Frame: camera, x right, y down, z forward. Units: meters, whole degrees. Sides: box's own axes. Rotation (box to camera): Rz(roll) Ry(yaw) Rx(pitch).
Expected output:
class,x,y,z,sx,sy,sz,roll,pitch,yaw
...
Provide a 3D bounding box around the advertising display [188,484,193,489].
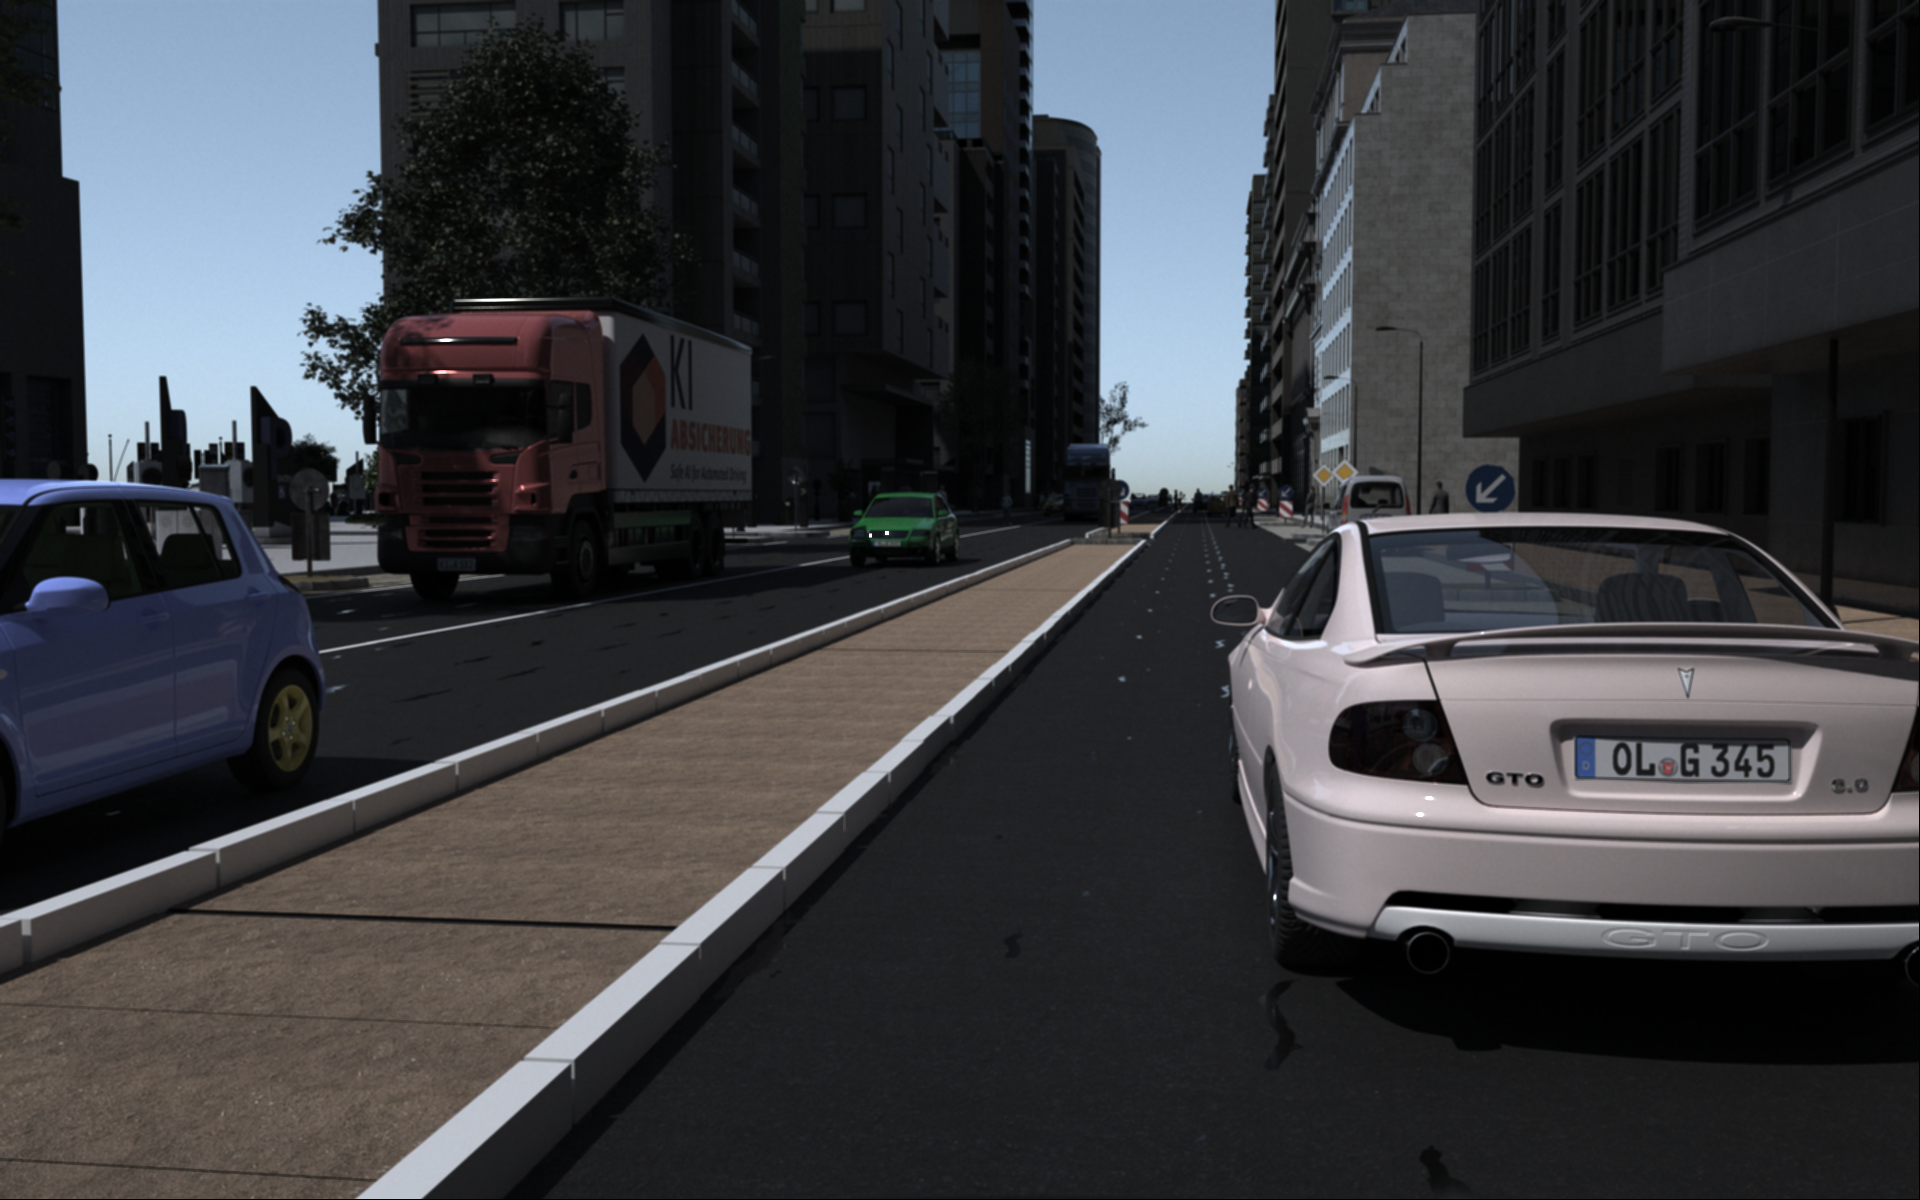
class,x,y,z,sx,sy,sz,roll,pitch,yaw
advertising display,-49.295,-6.490,111.328,0.974,1.923,0.123,3,4,37

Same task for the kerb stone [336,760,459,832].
class,x,y,z,sx,sy,sz,roll,pitch,yaw
kerb stone,-2.534,0.884,7.780,0.120,0.150,1.000,0,4,8

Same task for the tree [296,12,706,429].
class,x,y,z,sx,sy,sz,roll,pitch,yaw
tree,-10.500,-7.639,41.901,9.611,12.733,9.660,0,3,0

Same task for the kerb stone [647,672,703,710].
class,x,y,z,sx,sy,sz,roll,pitch,yaw
kerb stone,-1.973,0.637,11.842,0.120,0.150,1.000,0,4,8

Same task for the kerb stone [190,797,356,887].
class,x,y,z,sx,sy,sz,roll,pitch,yaw
kerb stone,-2.668,0.944,6.767,0.120,0.150,1.000,0,4,8

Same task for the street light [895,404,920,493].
class,x,y,z,sx,sy,sz,roll,pitch,yaw
street light,-2.771,-7.154,89.515,1.470,5.913,1.316,0,4,8

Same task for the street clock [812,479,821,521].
class,x,y,z,sx,sy,sz,roll,pitch,yaw
street clock,-6.906,-4.835,83.626,0.358,2.002,0.471,-2,4,-35

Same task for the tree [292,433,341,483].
class,x,y,z,sx,sy,sz,roll,pitch,yaw
tree,-34.979,-6.680,92.928,4.285,4.588,4.351,0,3,0

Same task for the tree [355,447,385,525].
class,x,y,z,sx,sy,sz,roll,pitch,yaw
tree,-23.877,-4.670,70.962,1.663,3.219,1.824,0,3,0

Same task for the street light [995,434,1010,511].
class,x,y,z,sx,sy,sz,roll,pitch,yaw
street light,3.381,-9.915,134.655,1.470,5.913,1.316,0,4,8

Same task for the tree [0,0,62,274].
class,x,y,z,sx,sy,sz,roll,pitch,yaw
tree,-13.659,-6.108,17.999,7.486,12.596,7.792,0,3,0

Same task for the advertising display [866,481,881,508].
class,x,y,z,sx,sy,sz,roll,pitch,yaw
advertising display,-4.174,-4.806,83.796,0.123,1.923,0.974,3,5,39

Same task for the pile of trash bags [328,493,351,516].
class,x,y,z,sx,sy,sz,roll,pitch,yaw
pile of trash bags,-36.985,-5.656,102.231,1.912,1.369,3.447,-1,4,-20

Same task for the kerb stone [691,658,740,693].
class,x,y,z,sx,sy,sz,roll,pitch,yaw
kerb stone,-1.838,0.572,12.855,0.120,0.150,1.000,0,4,8

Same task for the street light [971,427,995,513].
class,x,y,z,sx,sy,sz,roll,pitch,yaw
street light,1.478,-9.039,120.333,1.470,5.913,1.316,0,4,8

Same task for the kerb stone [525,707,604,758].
class,x,y,z,sx,sy,sz,roll,pitch,yaw
kerb stone,-2.259,0.757,9.817,0.120,0.150,1.000,0,4,8

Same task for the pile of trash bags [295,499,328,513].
class,x,y,z,sx,sy,sz,roll,pitch,yaw
pile of trash bags,-34.748,-4.870,89.381,3.447,1.369,1.912,2,4,26

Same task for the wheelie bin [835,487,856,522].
class,x,y,z,sx,sy,sz,roll,pitch,yaw
wheelie bin,-5.177,-4.314,78.450,0.980,1.594,0.693,0,4,1

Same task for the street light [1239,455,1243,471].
class,x,y,z,sx,sy,sz,roll,pitch,yaw
street light,33.865,-14.301,206.357,1.470,5.913,1.316,0,4,8

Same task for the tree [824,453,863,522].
class,x,y,z,sx,sy,sz,roll,pitch,yaw
tree,-5.621,-5.301,81.280,1.663,3.219,1.824,0,3,0

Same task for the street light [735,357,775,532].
class,x,y,z,sx,sy,sz,roll,pitch,yaw
street light,-6.932,-5.269,58.685,1.470,5.913,1.316,0,4,8

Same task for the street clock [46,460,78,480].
class,x,y,z,sx,sy,sz,roll,pitch,yaw
street clock,-19.383,-2.000,37.267,0.471,2.002,0.358,2,4,26

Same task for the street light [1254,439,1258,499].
class,x,y,z,sx,sy,sz,roll,pitch,yaw
street light,25.403,-10.531,144.716,1.470,5.913,1.316,0,4,8

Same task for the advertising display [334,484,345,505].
class,x,y,z,sx,sy,sz,roll,pitch,yaw
advertising display,-41.862,-6.824,116.793,0.123,1.923,0.974,2,4,30

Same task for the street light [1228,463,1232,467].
class,x,y,z,sx,sy,sz,roll,pitch,yaw
street light,40.873,-17.394,256.932,1.470,5.913,1.316,0,4,8

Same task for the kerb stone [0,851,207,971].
class,x,y,z,sx,sy,sz,roll,pitch,yaw
kerb stone,-2.807,1.012,5.754,0.120,0.150,1.000,0,4,8

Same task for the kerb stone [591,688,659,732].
class,x,y,z,sx,sy,sz,roll,pitch,yaw
kerb stone,-2.114,0.695,10.829,0.120,0.150,1.000,0,4,8

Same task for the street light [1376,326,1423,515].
class,x,y,z,sx,sy,sz,roll,pitch,yaw
street light,12.188,-4.614,47.984,1.470,5.913,1.316,0,4,8

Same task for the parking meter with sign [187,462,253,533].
class,x,y,z,sx,sy,sz,roll,pitch,yaw
parking meter with sign,-19.049,-2.937,44.273,1.738,3.016,0.543,-1,4,-14

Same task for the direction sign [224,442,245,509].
class,x,y,z,sx,sy,sz,roll,pitch,yaw
direction sign,-31.656,-5.118,75.672,0.379,3.537,0.876,3,5,42

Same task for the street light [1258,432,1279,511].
class,x,y,z,sx,sy,sz,roll,pitch,yaw
street light,23.320,-9.617,129.785,1.470,5.913,1.316,0,4,8

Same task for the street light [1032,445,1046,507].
class,x,y,z,sx,sy,sz,roll,pitch,yaw
street light,7.524,-11.801,165.487,1.470,5.913,1.316,0,4,8

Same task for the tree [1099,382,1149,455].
class,x,y,z,sx,sy,sz,roll,pitch,yaw
tree,25.311,-26.589,290.618,12.611,20.169,13.585,0,3,0

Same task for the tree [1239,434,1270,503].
class,x,y,z,sx,sy,sz,roll,pitch,yaw
tree,36.420,-16.139,214.231,4.360,8.622,3.978,0,3,0

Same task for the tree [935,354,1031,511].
class,x,y,z,sx,sy,sz,roll,pitch,yaw
tree,1.691,-12.477,129.759,9.928,11.665,9.643,0,3,0

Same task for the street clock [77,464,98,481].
class,x,y,z,sx,sy,sz,roll,pitch,yaw
street clock,-20.857,-2.254,41.423,0.471,2.002,0.358,1,4,21

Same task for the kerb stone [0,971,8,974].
class,x,y,z,sx,sy,sz,roll,pitch,yaw
kerb stone,-2.955,1.068,4.736,0.120,0.150,1.000,0,4,8

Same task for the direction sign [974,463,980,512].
class,x,y,z,sx,sy,sz,roll,pitch,yaw
direction sign,1.211,-8.139,125.069,0.379,3.537,0.876,-2,4,-33

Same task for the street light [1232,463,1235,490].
class,x,y,z,sx,sy,sz,roll,pitch,yaw
street light,36.613,-15.509,226.115,1.470,5.913,1.316,0,4,8

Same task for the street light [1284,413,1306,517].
class,x,y,z,sx,sy,sz,roll,pitch,yaw
street light,19.177,-7.732,98.953,1.470,5.913,1.316,0,4,8

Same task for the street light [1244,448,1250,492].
class,x,y,z,sx,sy,sz,roll,pitch,yaw
street light,29.674,-12.415,175.531,1.470,5.913,1.316,0,4,8

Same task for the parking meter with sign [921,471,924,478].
class,x,y,z,sx,sy,sz,roll,pitch,yaw
parking meter with sign,-3.315,-8.178,129.975,0.543,3.016,1.738,1,4,22

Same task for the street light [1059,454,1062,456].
class,x,y,z,sx,sy,sz,roll,pitch,yaw
street light,11.780,-13.703,196.585,1.470,5.913,1.316,0,4,8

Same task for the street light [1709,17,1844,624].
class,x,y,z,sx,sy,sz,roll,pitch,yaw
street light,8.004,-2.718,16.985,1.470,5.913,1.316,0,4,8

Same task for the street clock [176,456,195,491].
class,x,y,z,sx,sy,sz,roll,pitch,yaw
street clock,-14.834,-1.748,33.153,0.358,2.002,0.471,-2,4,-30

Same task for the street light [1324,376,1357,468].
class,x,y,z,sx,sy,sz,roll,pitch,yaw
street light,14.995,-5.846,68.126,1.470,5.913,1.316,0,4,8

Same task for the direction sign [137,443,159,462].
class,x,y,z,sx,sy,sz,roll,pitch,yaw
direction sign,-35.741,-5.159,76.345,0.876,3.537,0.379,-3,4,-37

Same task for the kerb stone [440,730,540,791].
class,x,y,z,sx,sy,sz,roll,pitch,yaw
kerb stone,-2.394,0.820,8.801,0.120,0.150,1.000,0,4,8
